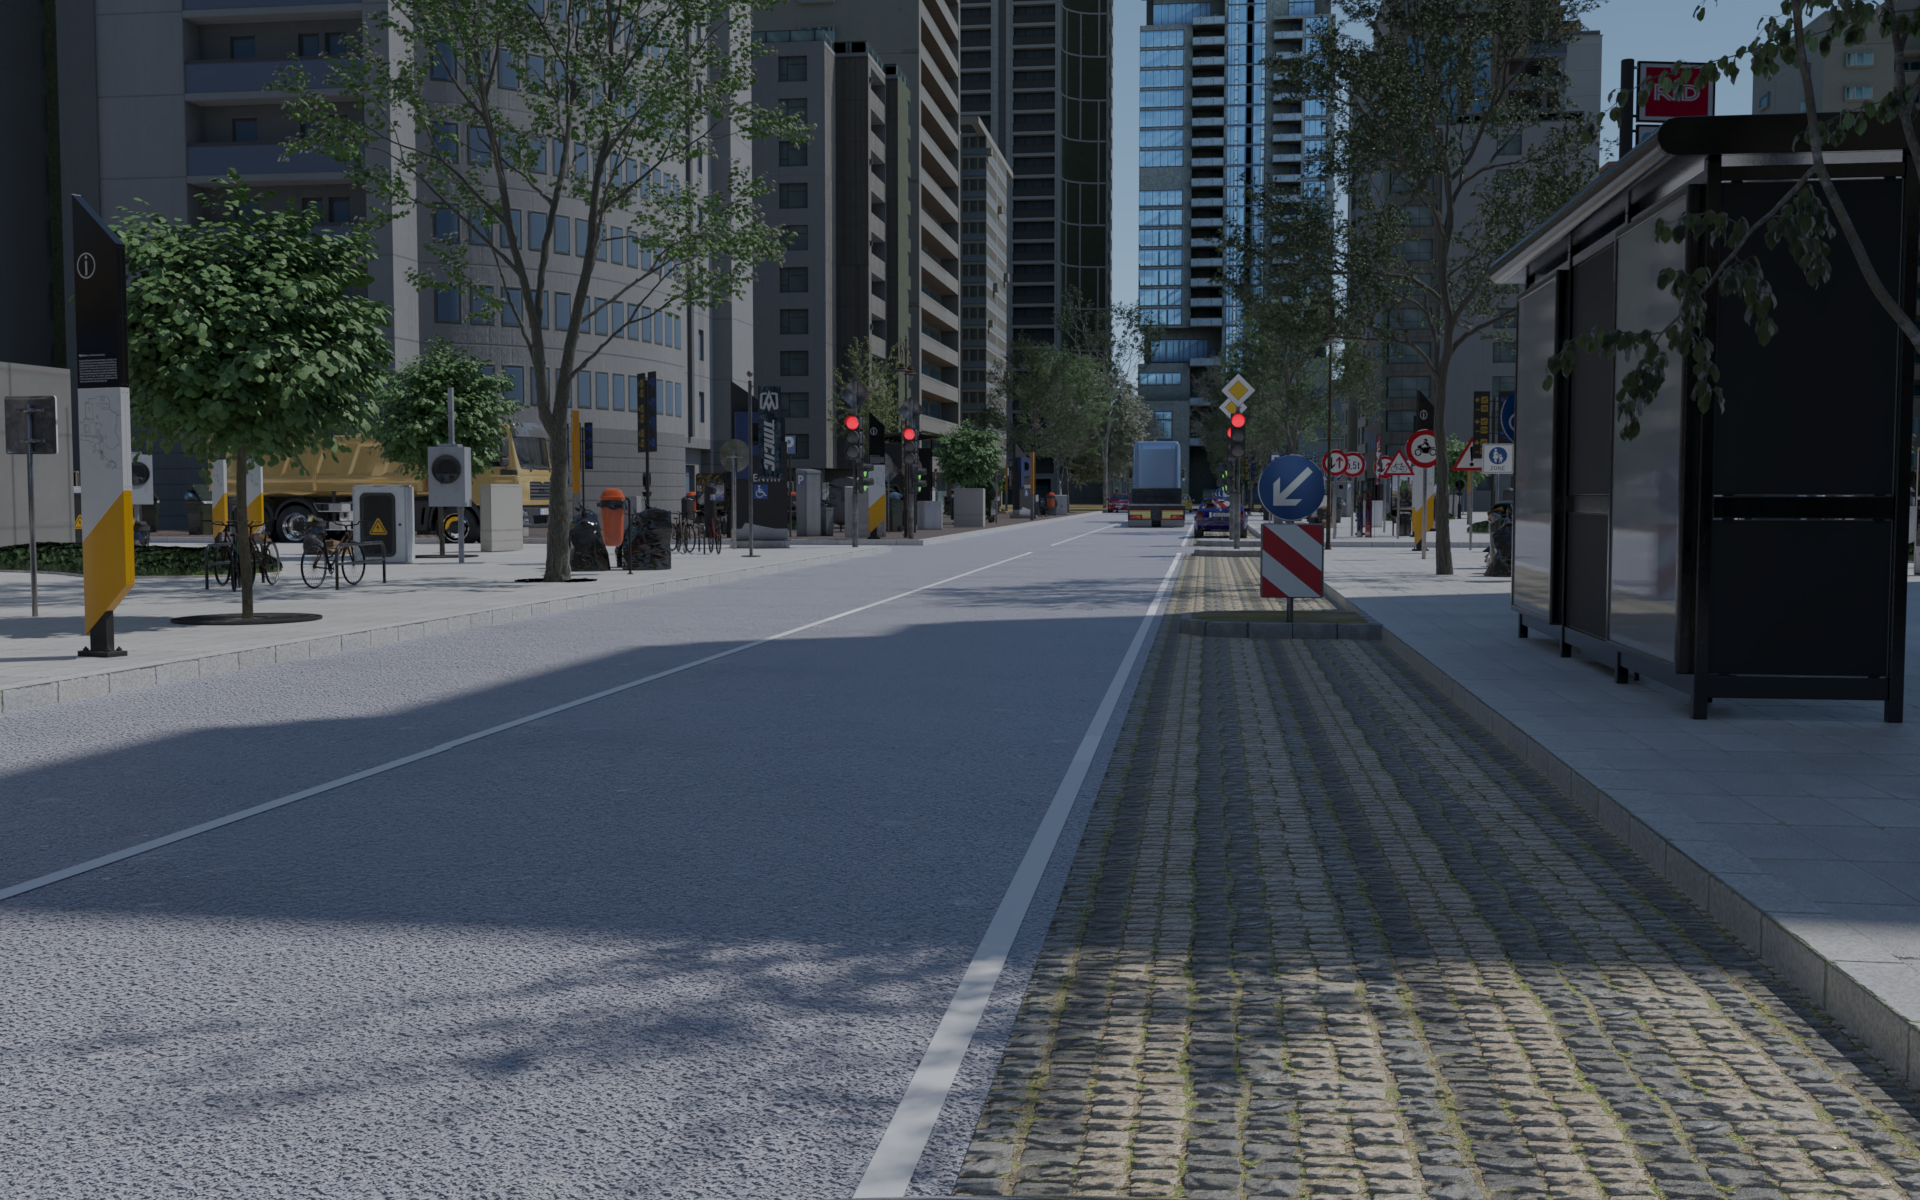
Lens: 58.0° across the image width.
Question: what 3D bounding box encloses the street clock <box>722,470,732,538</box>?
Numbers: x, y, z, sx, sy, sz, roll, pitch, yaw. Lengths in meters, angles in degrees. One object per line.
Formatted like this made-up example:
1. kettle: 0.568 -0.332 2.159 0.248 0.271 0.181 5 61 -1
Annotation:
1. street clock: -6.693 -2.813 50.558 0.471 2.002 0.358 -3 5 -41

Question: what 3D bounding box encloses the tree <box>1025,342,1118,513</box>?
1. tree: 7.269 -11.844 119.411 9.928 11.665 9.643 0 3 0

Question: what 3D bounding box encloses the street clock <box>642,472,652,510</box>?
1. street clock: -10.336 -3.218 57.188 0.358 2.002 0.471 0 4 -3

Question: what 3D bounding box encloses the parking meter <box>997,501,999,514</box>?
1. parking meter: 2.285 -6.272 110.961 0.372 1.533 0.369 0 3 0

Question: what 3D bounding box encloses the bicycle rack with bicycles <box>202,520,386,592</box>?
1. bicycle rack with bicycles: -9.323 -0.642 23.883 2.852 0.926 2.925 0 4 3

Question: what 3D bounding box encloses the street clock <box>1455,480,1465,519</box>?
1. street clock: 25.567 -5.142 88.636 0.471 2.002 0.358 1 4 10

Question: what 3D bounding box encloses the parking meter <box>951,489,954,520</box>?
1. parking meter: -0.276 -4.749 86.049 0.372 1.533 0.369 0 3 0

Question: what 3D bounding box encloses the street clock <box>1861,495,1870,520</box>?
1. street clock: 29.197 -3.137 55.864 0.358 2.002 0.471 0 4 0

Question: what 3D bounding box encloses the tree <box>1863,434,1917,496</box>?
1. tree: 15.399 -2.131 29.438 1.663 3.219 1.824 0 3 0

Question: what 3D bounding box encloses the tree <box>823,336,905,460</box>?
1. tree: -4.033 -7.924 79.919 4.737 8.622 4.395 0 3 0

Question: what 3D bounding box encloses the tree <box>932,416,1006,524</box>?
1. tree: 0.302 -5.491 73.488 4.285 4.588 4.351 0 3 0

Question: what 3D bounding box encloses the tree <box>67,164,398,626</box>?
1. tree: -7.243 -2.070 17.551 4.285 4.588 4.351 0 3 0

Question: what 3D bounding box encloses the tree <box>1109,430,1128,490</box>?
1. tree: 16.094 -13.949 178.430 4.360 8.622 3.978 0 3 0

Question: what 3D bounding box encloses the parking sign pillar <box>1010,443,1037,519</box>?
1. parking sign pillar: 3.341 -6.297 91.429 1.447 3.967 1.447 3 4 36

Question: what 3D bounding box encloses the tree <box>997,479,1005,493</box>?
1. tree: 2.485 -7.776 121.746 1.663 3.219 1.824 0 3 0

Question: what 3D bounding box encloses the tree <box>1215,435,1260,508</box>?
1. tree: 22.990 -11.680 141.335 4.737 8.622 4.395 0 3 0

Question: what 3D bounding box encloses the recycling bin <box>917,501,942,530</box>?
1. recycling bin: -1.086 -3.030 62.103 0.722 1.027 0.722 -2 4 -23

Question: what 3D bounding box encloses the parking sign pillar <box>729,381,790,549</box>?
1. parking sign pillar: -4.790 -3.231 41.303 1.447 3.967 1.447 -1 4 -14

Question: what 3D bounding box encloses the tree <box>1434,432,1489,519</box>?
1. tree: 25.870 -6.536 90.576 4.285 4.588 4.351 0 3 0

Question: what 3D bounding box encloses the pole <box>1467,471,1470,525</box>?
1. pole: 21.277 -4.796 72.260 0.158 3.312 0.155 0 3 0

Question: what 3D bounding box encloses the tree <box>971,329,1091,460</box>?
1. tree: 3.870 -10.051 98.754 7.601 10.594 8.767 -3 4 -36

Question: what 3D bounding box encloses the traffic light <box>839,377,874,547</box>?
1. traffic light: -2.513 -3.227 41.688 0.839 4.253 0.868 0 4 8

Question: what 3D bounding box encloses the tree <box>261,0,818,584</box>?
1. tree: -5.869 -6.058 24.805 9.928 11.665 9.643 0 3 0

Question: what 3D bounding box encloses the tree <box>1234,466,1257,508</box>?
1. tree: 26.109 -10.886 161.707 4.285 4.588 4.351 0 3 0

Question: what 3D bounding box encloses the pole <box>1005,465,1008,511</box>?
1. pole: 3.235 -7.748 120.524 0.158 3.312 0.155 0 3 0

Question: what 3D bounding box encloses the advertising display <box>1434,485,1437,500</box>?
1. advertising display: 30.498 -6.419 110.161 0.123 1.923 0.974 -3 5 -41

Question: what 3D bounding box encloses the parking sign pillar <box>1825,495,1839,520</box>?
1. parking sign pillar: 32.568 -4.717 65.601 1.447 3.967 1.447 3 5 44

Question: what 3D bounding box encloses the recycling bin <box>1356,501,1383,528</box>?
1. recycling bin: 15.774 -3.312 66.713 0.722 1.027 0.722 -2 4 -32

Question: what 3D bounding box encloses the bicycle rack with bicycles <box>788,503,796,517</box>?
1. bicycle rack with bicycles: -7.117 -3.320 67.662 2.925 0.926 2.852 0 4 -8

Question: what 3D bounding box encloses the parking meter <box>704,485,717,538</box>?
1. parking meter: -7.348 -2.607 51.039 0.372 1.533 0.369 0 3 0

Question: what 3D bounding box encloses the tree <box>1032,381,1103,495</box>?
1. tree: 6.372 -9.680 108.626 4.360 8.622 3.978 0 3 0

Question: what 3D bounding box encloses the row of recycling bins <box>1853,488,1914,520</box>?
1. row of recycling bins: 40.582 -4.219 76.090 1.069 1.692 3.534 0 4 -5

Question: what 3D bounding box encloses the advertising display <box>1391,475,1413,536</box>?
1. advertising display: 13.605 -2.915 52.873 0.123 1.923 0.974 -3 5 -44

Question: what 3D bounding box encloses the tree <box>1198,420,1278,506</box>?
1. tree: 30.431 -16.451 185.980 9.611 12.733 9.660 0 3 0

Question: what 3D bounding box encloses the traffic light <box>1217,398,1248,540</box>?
1. traffic light: 7.588 -3.634 48.334 0.839 4.253 0.868 0 4 8

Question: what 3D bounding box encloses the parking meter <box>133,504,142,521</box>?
1. parking meter: -18.911 -1.907 39.596 0.372 1.533 0.369 0 3 0

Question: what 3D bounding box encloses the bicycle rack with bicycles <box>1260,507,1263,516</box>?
1. bicycle rack with bicycles: 18.518 -5.159 97.729 2.925 0.926 2.852 1 4 15

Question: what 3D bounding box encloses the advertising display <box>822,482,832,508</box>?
1. advertising display: -7.279 -5.471 94.657 0.123 1.923 0.974 -2 4 -33

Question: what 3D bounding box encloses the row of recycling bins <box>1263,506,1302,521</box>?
1. row of recycling bins: 15.511 -4.650 83.145 1.069 1.692 3.534 -1 4 -10

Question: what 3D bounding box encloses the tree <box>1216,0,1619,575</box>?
1. tree: 7.378 -5.680 27.280 7.601 10.594 8.767 0 4 -3

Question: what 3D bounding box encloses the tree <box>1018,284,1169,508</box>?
1. tree: 12.079 -18.386 156.504 12.611 20.169 13.585 0 3 0

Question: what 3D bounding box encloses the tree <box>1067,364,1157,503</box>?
1. tree: 14.231 -16.032 168.771 9.857 13.997 8.962 0 3 0

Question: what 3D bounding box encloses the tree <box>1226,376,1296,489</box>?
1. tree: 16.826 -8.800 94.243 4.360 8.622 3.978 0 3 0

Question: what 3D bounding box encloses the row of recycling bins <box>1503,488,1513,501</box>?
1. row of recycling bins: 37.765 -6.670 116.174 3.534 1.692 1.069 -2 4 -35

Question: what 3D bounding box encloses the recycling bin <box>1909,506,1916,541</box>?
1. recycling bin: 19.977 -1.418 35.745 0.722 1.027 0.722 -2 4 -30

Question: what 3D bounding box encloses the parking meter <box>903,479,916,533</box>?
1. parking meter: -1.664 -3.145 57.140 0.399 1.863 0.255 -2 4 -27

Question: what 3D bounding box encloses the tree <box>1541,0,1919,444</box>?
1. tree: 4.150 -3.477 7.208 4.360 8.622 3.978 0 3 0

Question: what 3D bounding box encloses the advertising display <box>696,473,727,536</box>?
1. advertising display: -7.700 -2.960 53.607 0.974 1.923 0.123 1 4 14

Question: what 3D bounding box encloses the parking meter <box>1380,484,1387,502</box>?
1. parking meter: 24.168 -5.697 98.856 0.399 1.863 0.255 -2 4 -32

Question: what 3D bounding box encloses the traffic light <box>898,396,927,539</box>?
1. traffic light: -1.385 -3.711 49.593 0.839 4.253 0.868 0 4 8

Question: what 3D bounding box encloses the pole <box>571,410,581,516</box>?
1. pole: -9.364 -2.961 42.251 0.158 3.312 0.155 0 3 0

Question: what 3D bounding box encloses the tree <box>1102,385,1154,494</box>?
1. tree: 19.041 -17.413 195.077 12.009 13.543 11.850 0 3 0

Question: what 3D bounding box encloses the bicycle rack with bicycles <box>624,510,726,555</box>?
1. bicycle rack with bicycles: -6.380 -1.483 37.632 2.852 0.926 2.925 -1 4 -11

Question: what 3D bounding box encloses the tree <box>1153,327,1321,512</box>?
1. tree: 21.175 -13.168 125.663 12.009 13.543 11.850 0 3 0

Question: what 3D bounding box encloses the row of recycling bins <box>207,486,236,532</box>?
1. row of recycling bins: -25.726 -3.252 60.280 1.069 1.692 3.534 -2 4 -35

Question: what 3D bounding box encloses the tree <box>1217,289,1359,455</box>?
1. tree: 16.434 -9.827 86.420 9.928 11.665 9.643 0 3 0

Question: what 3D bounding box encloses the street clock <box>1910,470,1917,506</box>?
1. street clock: 29.135 -2.949 52.794 0.358 2.002 0.471 0 4 4

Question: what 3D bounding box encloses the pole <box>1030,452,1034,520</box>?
1. pole: 3.517 -5.532 84.292 0.158 3.312 0.155 0 3 0

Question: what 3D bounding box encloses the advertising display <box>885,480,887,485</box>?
1. advertising display: -2.672 -3.441 61.479 0.123 1.923 0.974 0 4 -5

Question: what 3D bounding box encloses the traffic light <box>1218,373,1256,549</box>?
1. traffic light: 6.460 -3.150 40.429 0.839 4.253 0.868 0 4 8
